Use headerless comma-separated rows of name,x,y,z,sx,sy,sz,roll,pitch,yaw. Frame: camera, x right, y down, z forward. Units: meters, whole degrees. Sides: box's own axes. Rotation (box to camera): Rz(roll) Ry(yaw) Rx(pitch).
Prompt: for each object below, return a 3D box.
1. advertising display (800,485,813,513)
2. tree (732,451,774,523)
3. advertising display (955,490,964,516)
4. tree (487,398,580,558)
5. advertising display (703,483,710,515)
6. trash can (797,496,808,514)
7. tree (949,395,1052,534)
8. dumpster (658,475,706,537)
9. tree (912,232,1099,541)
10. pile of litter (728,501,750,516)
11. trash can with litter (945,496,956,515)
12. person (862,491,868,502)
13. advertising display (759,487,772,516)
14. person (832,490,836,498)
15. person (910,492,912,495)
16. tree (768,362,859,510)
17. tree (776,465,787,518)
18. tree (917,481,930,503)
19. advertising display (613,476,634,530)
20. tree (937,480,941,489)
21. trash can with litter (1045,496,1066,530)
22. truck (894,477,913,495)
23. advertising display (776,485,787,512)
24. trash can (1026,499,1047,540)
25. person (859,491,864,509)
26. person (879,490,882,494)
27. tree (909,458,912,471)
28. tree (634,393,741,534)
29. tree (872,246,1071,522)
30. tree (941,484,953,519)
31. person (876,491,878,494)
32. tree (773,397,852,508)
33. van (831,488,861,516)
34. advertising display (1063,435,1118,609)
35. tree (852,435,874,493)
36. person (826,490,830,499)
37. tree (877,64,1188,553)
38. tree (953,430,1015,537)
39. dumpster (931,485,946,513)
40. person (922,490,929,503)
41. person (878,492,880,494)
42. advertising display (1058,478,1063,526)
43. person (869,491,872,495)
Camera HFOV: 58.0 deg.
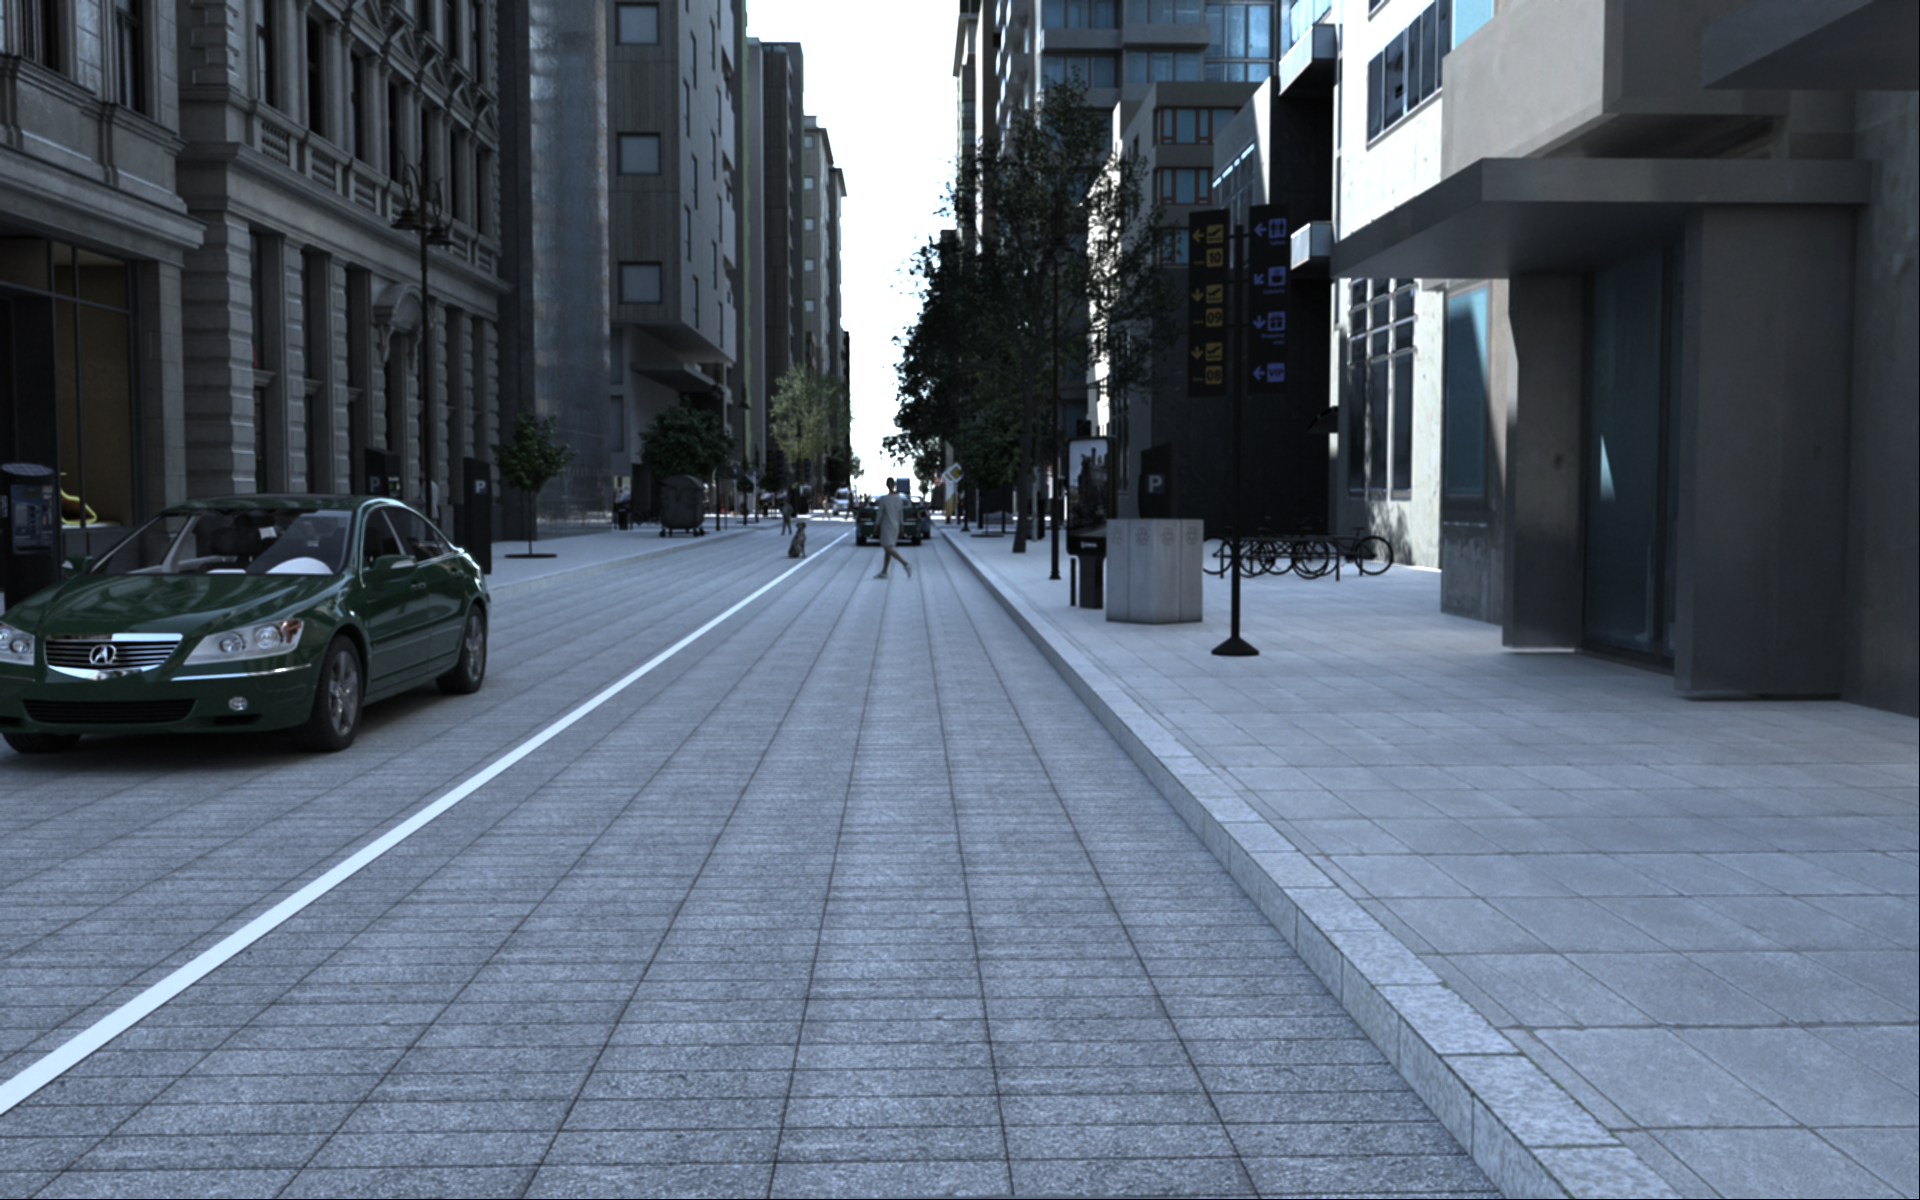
advertising display,-10.432,-6.870,117.535,0.974,1.923,0.123,0,4,5
tree,-9.602,-5.050,77.176,1.663,3.219,1.824,0,3,0
advertising display,0.092,-5.891,101.532,0.123,1.923,0.974,2,4,32
tree,-8.840,-2.480,35.143,1.663,3.219,1.824,0,3,0
advertising display,-15.457,-6.038,103.928,0.974,1.923,0.123,1,4,16
trash can,-9.911,-5.950,108.930,0.748,1.137,0.748,0,3,0
tree,1.341,-4.466,56.736,4.285,4.588,4.351,0,3,0
dumpster,-8.355,-2.830,52.021,1.264,1.857,1.865,0,4,-2
tree,1.784,-5.891,46.685,4.737,8.622,4.395,0,3,0
pile of litter,-13.094,-5.397,102.210,1.176,0.858,1.719,3,4,37
trash can with litter,-0.530,-5.839,106.849,0.624,1.170,1.055,-2,4,-30
person,-10.683,-11.499,196.442,1.348,1.831,0.705,3,4,37
advertising display,-11.229,-5.789,99.863,0.123,1.923,0.974,3,5,42
person,-15.308,-12.503,211.149,0.721,1.739,1.217,1,4,18
person,-6.232,-12.527,214.133,0.721,1.723,1.217,0,4,-2
tree,-11.589,-12.941,137.342,9.928,11.665,9.643,0,3,0
tree,-9.868,-5.942,91.758,1.663,3.219,1.824,0,3,0
tree,-5.720,-17.949,288.068,1.663,3.219,1.824,0,3,0
advertising display,-11.979,-3.448,61.592,0.974,1.923,0.123,3,4,39
tree,-0.508,-6.420,99.573,1.663,3.219,1.824,0,3,0
trash can with litter,3.810,-3.105,61.818,2.233,1.210,1.678,2,4,24
truck,-8.804,-17.007,267.821,2.967,4.110,18.799,0,4,-2
advertising display,-12.869,-7.328,125.030,0.974,1.923,0.123,0,4,-6
trash can,2.095,-2.279,48.913,0.748,1.137,0.748,0,3,0
person,-9.463,-9.638,166.600,0.721,1.766,1.217,-1,4,-21
person,-8.253,-10.457,179.461,1.348,1.826,0.705,3,4,38
tree,-1.952,-11.663,141.050,4.737,8.622,4.395,0,3,0
tree,-8.872,-4.448,56.440,4.285,4.588,4.351,0,3,0
tree,0.640,-9.983,80.225,9.611,12.733,9.660,0,3,0
tree,0.007,-5.727,88.231,1.663,3.219,1.824,0,3,0
person,-11.443,-14.054,238.368,1.348,1.812,0.705,1,4,10
tree,-11.513,-10.947,129.338,4.737,8.622,4.395,0,3,0
van,-7.632,-6.674,116.135,2.013,2.044,4.112,0,4,-1
advertising display,1.476,-0.870,19.444,0.123,1.923,0.974,-2,4,-25
tree,-13.118,-15.646,206.173,4.737,8.622,4.395,0,3,0
person,-13.107,-9.995,170.407,0.756,1.711,0.436,0,4,-8
tree,1.626,-6.305,37.504,7.601,10.594,8.767,1,4,13
tree,0.787,-3.520,52.159,1.663,3.219,1.824,0,3,0
dumpster,-1.285,-6.678,114.946,1.264,1.857,1.865,0,4,-2
person,-5.040,-14.714,246.609,1.348,1.826,0.705,-2,4,-27
person,-12.414,-15.653,264.446,1.348,1.822,0.705,3,5,41
advertising display,4.110,-3.975,70.209,0.123,1.923,0.974,1,4,10
person,-11.372,-13.109,222.695,0.599,1.838,0.709,3,5,39
